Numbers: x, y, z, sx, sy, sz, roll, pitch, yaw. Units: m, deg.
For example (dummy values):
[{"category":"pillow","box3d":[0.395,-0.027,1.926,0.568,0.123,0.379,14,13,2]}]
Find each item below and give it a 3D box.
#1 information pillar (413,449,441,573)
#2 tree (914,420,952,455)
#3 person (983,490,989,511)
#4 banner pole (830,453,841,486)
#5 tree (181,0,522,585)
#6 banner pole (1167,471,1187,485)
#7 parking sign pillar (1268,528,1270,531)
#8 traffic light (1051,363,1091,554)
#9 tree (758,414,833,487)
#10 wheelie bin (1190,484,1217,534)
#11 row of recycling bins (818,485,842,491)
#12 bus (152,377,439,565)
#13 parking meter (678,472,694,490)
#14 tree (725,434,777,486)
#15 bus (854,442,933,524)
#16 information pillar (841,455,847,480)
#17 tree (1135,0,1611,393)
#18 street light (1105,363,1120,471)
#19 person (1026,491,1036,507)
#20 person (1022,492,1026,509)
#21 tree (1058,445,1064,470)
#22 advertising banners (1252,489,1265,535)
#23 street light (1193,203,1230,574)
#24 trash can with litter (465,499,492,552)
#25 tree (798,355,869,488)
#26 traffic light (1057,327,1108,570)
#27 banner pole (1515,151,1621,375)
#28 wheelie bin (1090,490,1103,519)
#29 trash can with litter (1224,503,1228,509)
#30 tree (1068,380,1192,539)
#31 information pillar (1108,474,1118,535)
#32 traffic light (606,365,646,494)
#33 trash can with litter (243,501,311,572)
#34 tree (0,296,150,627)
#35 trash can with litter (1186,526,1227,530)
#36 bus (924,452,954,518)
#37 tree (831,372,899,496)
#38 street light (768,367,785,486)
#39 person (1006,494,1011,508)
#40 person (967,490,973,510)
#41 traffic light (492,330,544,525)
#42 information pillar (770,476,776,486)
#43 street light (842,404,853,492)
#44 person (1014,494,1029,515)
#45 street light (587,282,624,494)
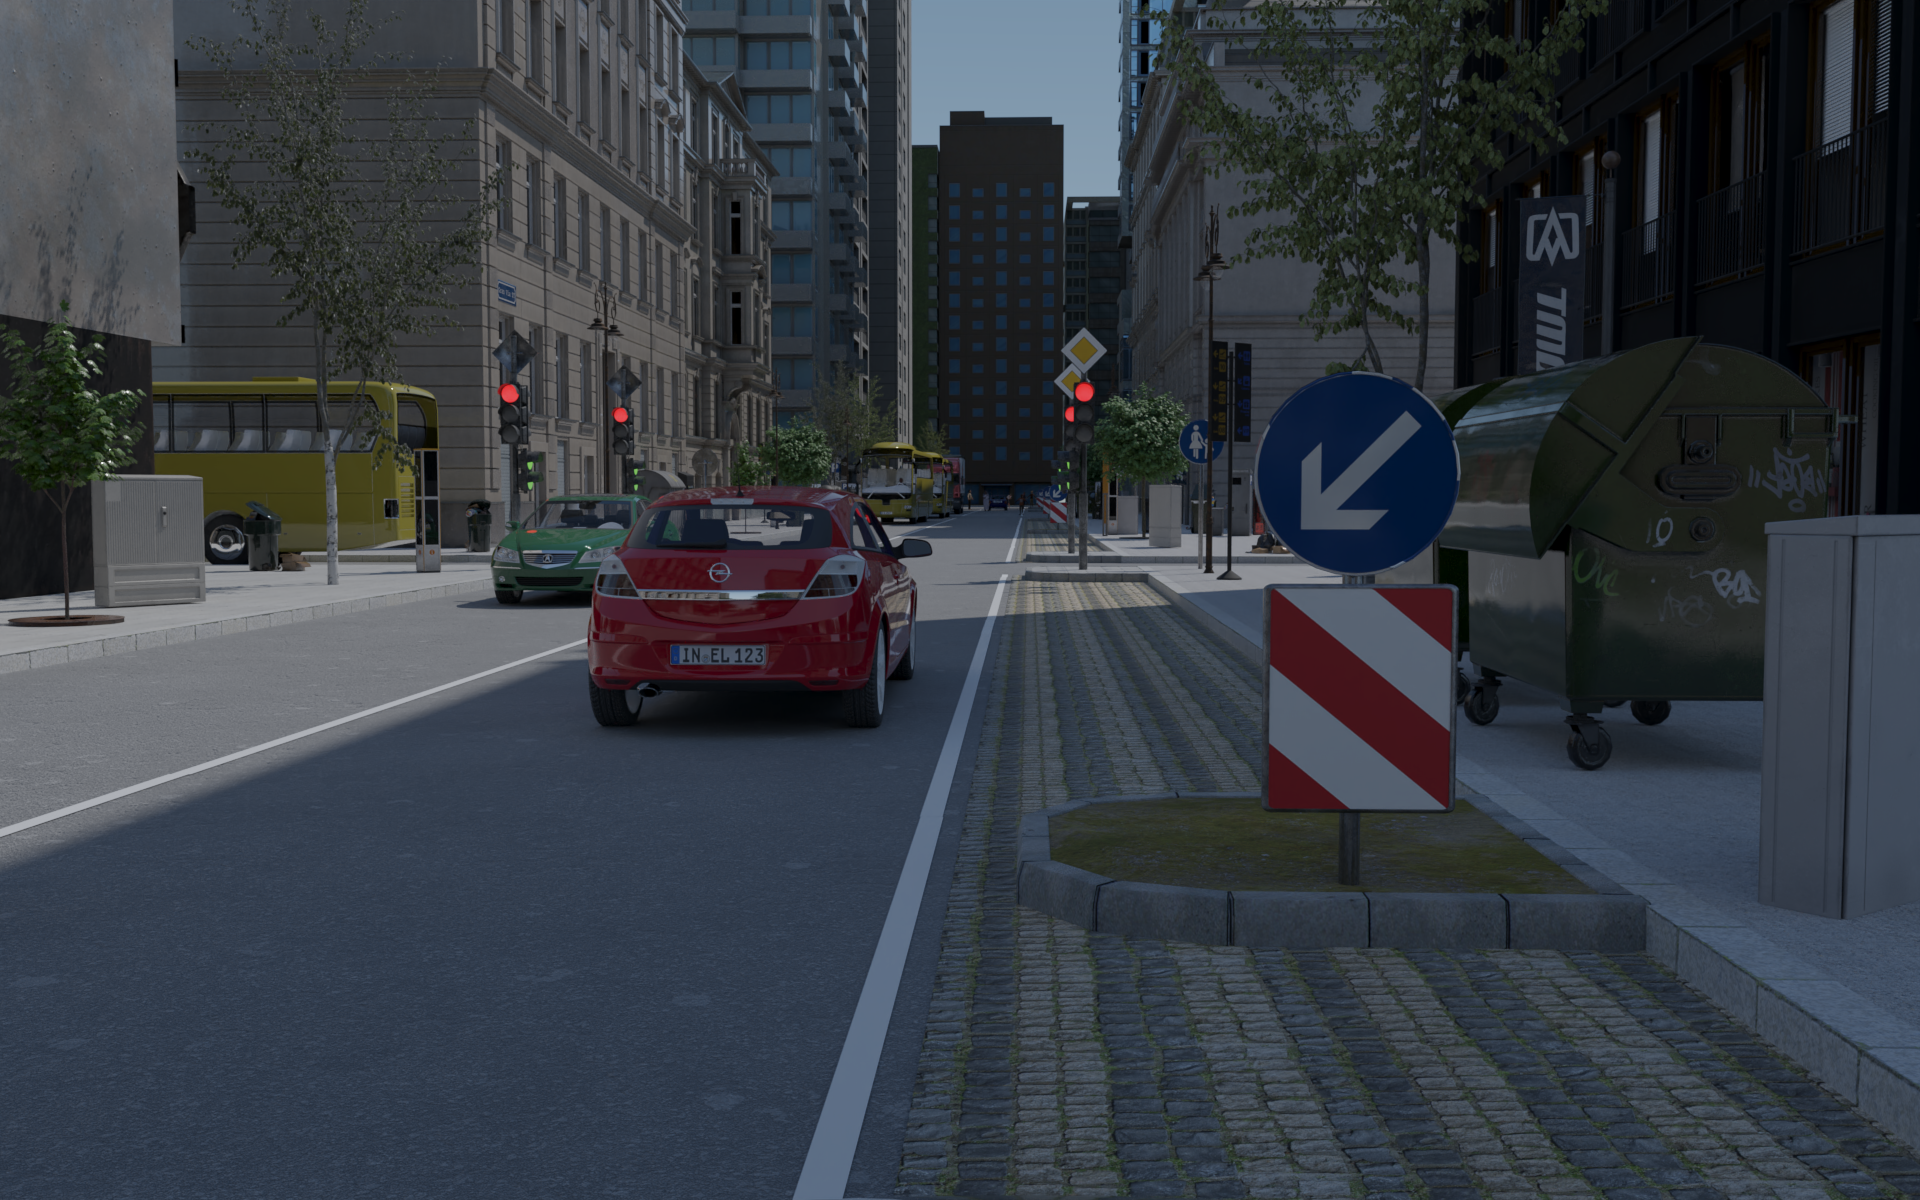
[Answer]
[{"category":"information pillar","box3d":[-8.665,-1.449,28.182,0.304,2.012,0.304,-3,5,-42]},{"category":"tree","box3d":[-2.606,-13.562,172.103,4.737,8.622,4.395,0,3,0]},{"category":"person","box3d":[2.174,-8.328,145.329,0.551,1.740,0.621,-1,4,-13]},{"category":"banner pole","box3d":[-7.091,-6.593,97.808,0.863,3.779,0.401,0,4,0]},{"category":"tree","box3d":[-8.638,-4.518,24.237,4.360,8.622,3.978,0,3,0]},{"category":"banner pole","box3d":[7.428,-4.268,59.801,0.863,3.779,0.401,1,4,9]},{"category":"parking sign pillar","box3d":[11.083,-4.362,59.787,1.447,3.967,1.447,0,4,5]},{"category":"traffic light","box3d":[2.384,-2.955,37.235,0.839,4.253,0.868,0,4,2]},{"category":"tree","box3d":[-6.756,-5.377,71.629,4.285,4.588,4.351,0,3,0]},{"category":"wheelie bin","box3d":[7.870,-2.943,56.026,0.980,1.594,0.693,3,4,38]},{"category":"row of recycling bins","box3d":[-6.065,-4.535,81.258,1.069,1.692,3.534,0,4,3]},{"category":"bus","box3d":[-16.638,-2.593,33.942,12.252,3.916,2.896,0,4,2]},{"category":"parking meter","box3d":[-7.106,-2.401,44.975,0.399,1.863,0.255,3,4,37]},{"category":"tree","box3d":[-6.964,-3.758,56.046,1.663,3.219,1.824,0,3,0]},{"category":"bus","box3d":[-3.042,-5.757,85.680,2.896,3.916,12.252,0,4,4]},{"category":"information pillar","box3d":[-6.869,-6.807,102.641,0.504,3.616,0.183,1,4,11]},{"category":"tree","box3d":[4.151,-4.055,16.661,4.737,8.622,4.395,0,3,0]},{"category":"street light","box3d":[5.368,-5.389,60.905,0.468,5.910,1.993,0,4,2]},{"category":"person","box3d":[7.437,-10.499,180.682,1.217,1.766,0.721,-2,4,-32]},{"category":"person","box3d":[6.158,-9.541,165.966,0.415,1.643,0.593,0,4,2]},{"category":"tree","box3d":[6.821,-6.834,95.445,4.285,4.588,4.351,0,3,0]},{"category":"advertising banners","box3d":[9.316,-3.539,54.055,2.074,3.025,0.090,-2,4,-32]},{"category":"street light","box3d":[4.030,-3.369,27.872,0.468,5.910,1.993,0,4,2]},{"category":"trash can with litter","box3d":[-10.752,-1.649,38.347,0.624,1.170,1.055,-2,4,-31]},{"category":"tree","box3d":[-6.841,-8.675,92.193,4.360,8.622,3.978,0,3,0]},{"category":"traffic light","box3d":[2.068,-2.467,29.256,0.839,4.253,0.868,0,4,2]},{"category":"banner pole","box3d":[4.538,-1.396,12.837,0.863,3.779,0.401,1,4,21]},{"category":"wheelie bin","box3d":[7.071,-4.943,88.724,0.693,1.594,0.980,2,4,30]},{"category":"trash can with litter","box3d":[9.107,-2.768,56.643,0.624,1.170,1.055,2,4,32]},{"category":"tree","box3d":[5.312,-4.056,50.029,4.285,4.588,4.351,0,3,0]},{"category":"information pillar","box3d":[4.774,-3.047,54.308,0.304,2.012,0.304,0,4,-3]},{"category":"traffic light","box3d":[-7.270,-2.977,37.599,0.839,4.253,0.868,0,4,2]},{"category":"trash can with litter","box3d":[-11.385,-1.072,28.910,1.055,1.170,0.624,0,4,4]},{"category":"tree","box3d":[-8.755,-1.371,17.011,1.663,3.219,1.824,0,3,0]},{"category":"trash can with litter","box3d":[8.710,-3.149,62.547,1.678,1.210,2.233,0,4,1]},{"category":"bus","box3d":[-1.934,-6.942,105.045,2.896,3.916,12.252,0,4,2]},{"category":"tree","box3d":[-5.858,-9.480,105.362,4.737,8.622,4.395,0,3,0]},{"category":"street light","box3d":[-6.688,-5.531,63.216,0.468,5.910,1.993,0,4,2]},{"category":"person","box3d":[4.985,-10.129,177.292,0.799,1.438,0.628,1,4,22]},{"category":"person","box3d":[0.902,-9.048,156.437,0.705,1.823,1.348,1,4,17]},{"category":"traffic light","box3d":[-7.586,-2.489,29.620,0.839,4.253,0.868,0,4,2]},{"category":"information pillar","box3d":[-7.125,-3.781,66.319,0.304,2.012,0.304,0,4,-8]},{"category":"street light","box3d":[-5.757,-7.082,88.571,0.468,5.910,1.993,0,4,2]},{"category":"person","box3d":[4.172,-6.481,117.729,1.065,1.426,0.557,1,4,18]},{"category":"street light","box3d":[-7.715,-3.980,37.865,0.468,5.910,1.993,0,4,2]}]
